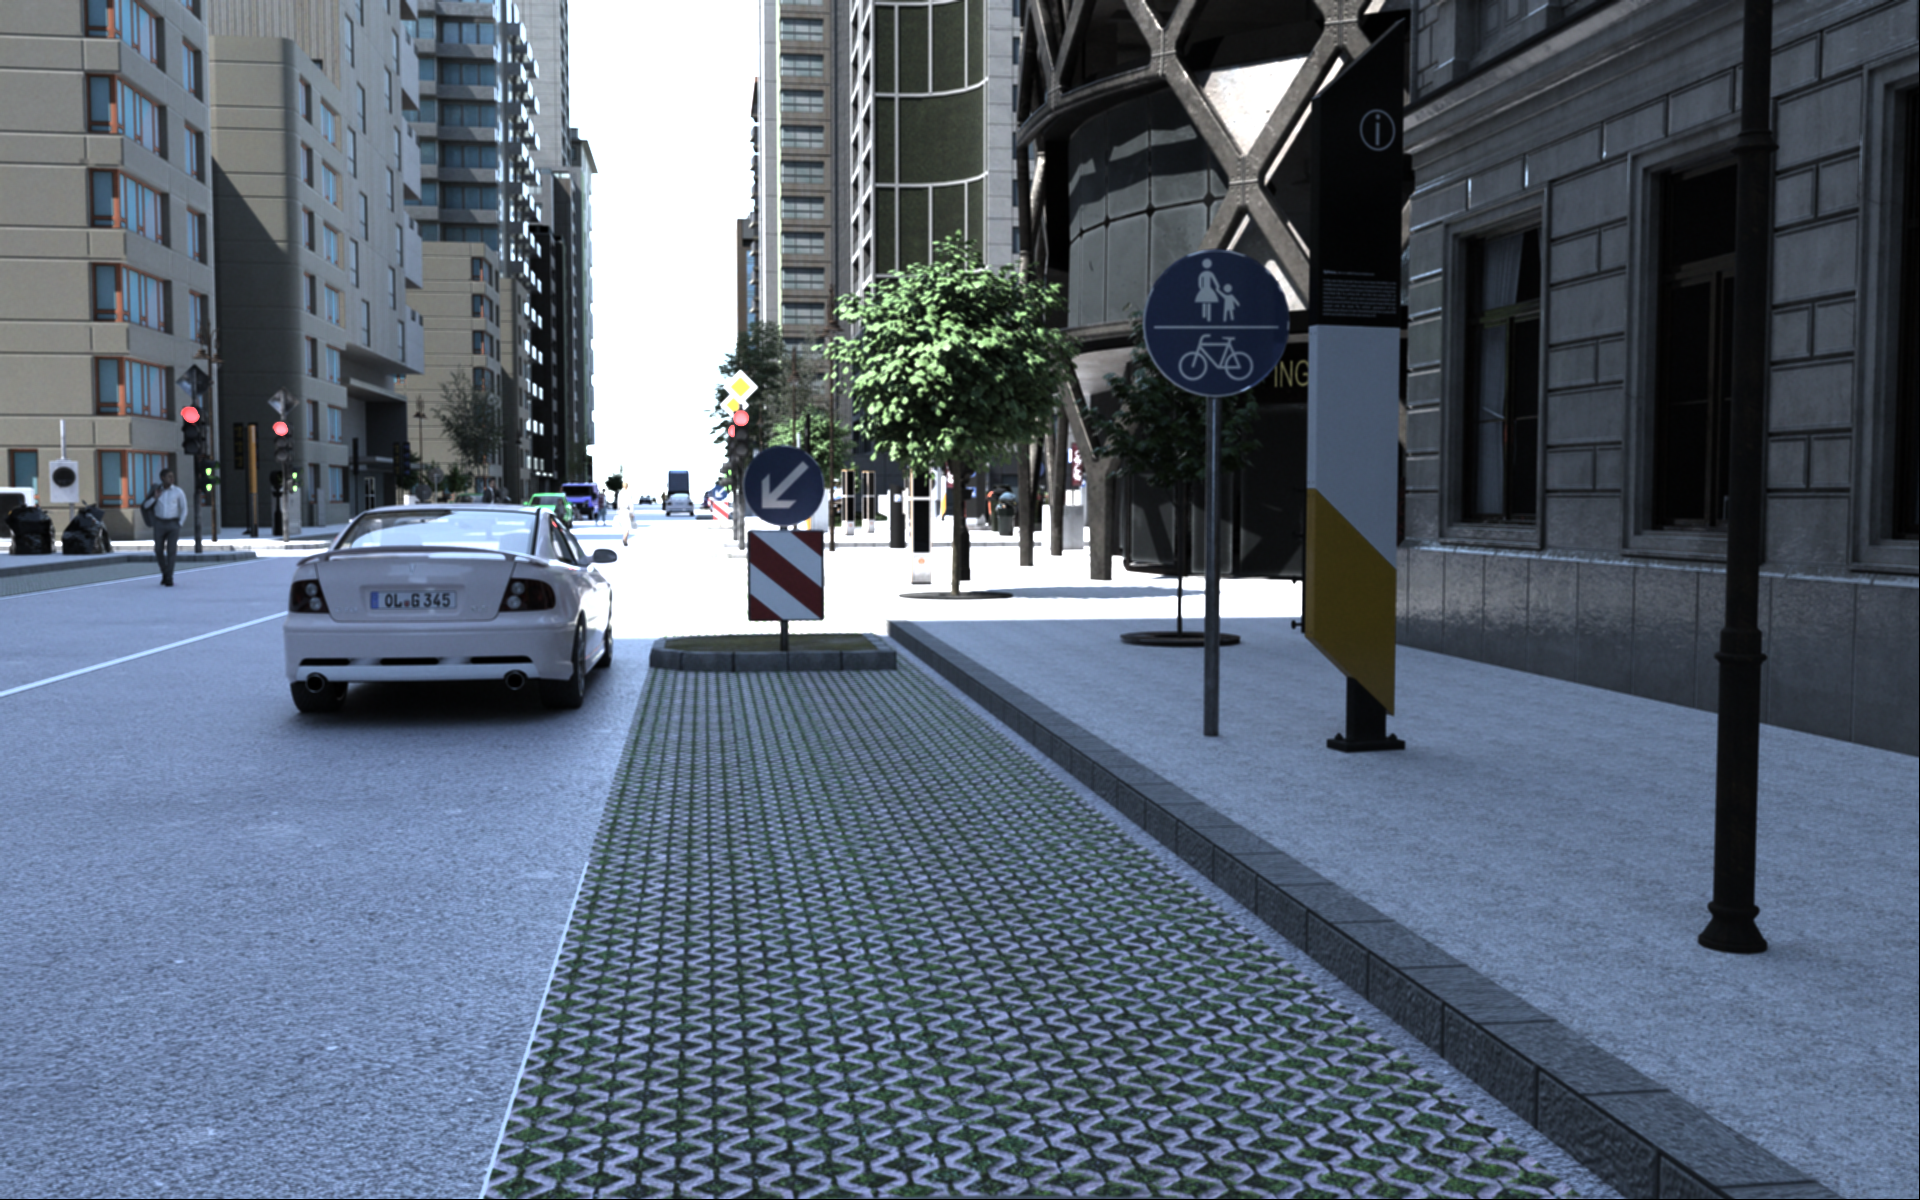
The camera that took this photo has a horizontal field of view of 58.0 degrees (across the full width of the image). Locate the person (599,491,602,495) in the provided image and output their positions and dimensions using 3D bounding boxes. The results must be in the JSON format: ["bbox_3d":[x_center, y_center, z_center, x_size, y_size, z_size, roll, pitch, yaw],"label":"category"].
[{"bbox_3d":[-38.592,-10.853,186.043,1.348,1.812,0.705,0,4,6],"label":"person"}]

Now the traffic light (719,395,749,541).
[{"bbox_3d":[-6.136,-3.557,47.072,0.839,4.253,0.868,-1,4,-8],"label":"traffic light"}]

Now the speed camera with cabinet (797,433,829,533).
[{"bbox_3d":[-5.076,-3.826,56.895,0.660,3.252,2.038,2,4,27],"label":"speed camera with cabinet"}]

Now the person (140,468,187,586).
[{"bbox_3d":[-12.488,-1.136,27.182,0.679,1.850,0.850,-1,4,-17],"label":"person"}]

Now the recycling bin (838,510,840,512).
[{"bbox_3d":[-7.228,-5.164,96.992,0.722,1.027,0.722,-3,4,-39],"label":"recycling bin"}]

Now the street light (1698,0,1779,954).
[{"bbox_3d":[2.194,-1.954,4.740,0.468,5.910,1.993,-1,4,-8],"label":"street light"}]

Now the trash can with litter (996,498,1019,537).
[{"bbox_3d":[1.630,-2.512,52.459,1.055,1.170,0.624,0,4,-4],"label":"trash can with litter"}]

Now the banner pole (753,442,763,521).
[{"bbox_3d":[-9.652,-5.689,83.029,0.401,3.779,0.863,3,4,37],"label":"banner pole"}]

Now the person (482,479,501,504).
[{"bbox_3d":[-14.508,-2.804,53.715,0.474,1.900,0.648,0,4,1],"label":"person"}]

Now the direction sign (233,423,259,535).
[{"bbox_3d":[-22.631,-3.852,54.975,0.876,3.537,0.379,1,4,14],"label":"direction sign"}]

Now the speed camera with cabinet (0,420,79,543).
[{"bbox_3d":[-24.414,-3.143,45.723,2.038,3.252,0.660,-2,4,-25],"label":"speed camera with cabinet"}]

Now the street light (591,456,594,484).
[{"bbox_3d":[-43.160,-14.097,203.280,0.468,5.910,1.993,-1,4,-8],"label":"street light"}]

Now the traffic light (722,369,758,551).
[{"bbox_3d":[-4.968,-3.074,39.173,0.839,4.253,0.868,-1,4,-8],"label":"traffic light"}]

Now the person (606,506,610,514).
[{"bbox_3d":[-24.330,-6.340,117.656,1.012,1.151,0.738,0,4,1],"label":"person"}]

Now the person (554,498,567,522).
[{"bbox_3d":[-14.044,-2.943,60.893,0.640,1.303,0.475,3,5,41],"label":"person"}]

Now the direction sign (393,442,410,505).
[{"bbox_3d":[-24.378,-5.118,75.673,0.876,3.537,0.379,1,4,20],"label":"direction sign"}]

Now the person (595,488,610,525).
[{"bbox_3d":[-16.488,-4.313,79.850,0.643,1.720,0.563,2,4,30],"label":"person"}]

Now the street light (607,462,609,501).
[{"bbox_3d":[-48.056,-16.147,236.791,0.468,5.910,1.993,-1,4,-8],"label":"street light"}]

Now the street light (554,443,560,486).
[{"bbox_3d":[-36.120,-11.178,155.547,0.468,5.910,1.993,-1,4,-8],"label":"street light"}]

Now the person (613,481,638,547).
[{"bbox_3d":[-9.127,-2.341,47.126,0.694,1.780,0.624,2,4,30],"label":"person"}]

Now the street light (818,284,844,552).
[{"bbox_3d":[-2.835,-4.003,38.231,0.468,5.910,1.993,-1,4,-8],"label":"street light"}]

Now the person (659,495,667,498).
[{"bbox_3d":[-41.438,-14.285,242.189,1.348,1.807,0.705,2,4,26],"label":"person"}]

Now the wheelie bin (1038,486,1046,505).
[{"bbox_3d":[2.950,-3.770,69.547,0.980,1.594,0.693,-2,4,-35],"label":"wheelie bin"}]

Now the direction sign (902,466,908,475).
[{"bbox_3d":[-2.684,-5.699,85.183,0.379,3.537,0.876,1,4,21],"label":"direction sign"}]

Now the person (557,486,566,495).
[{"bbox_3d":[-17.981,-4.236,77.856,0.616,1.811,0.778,-2,4,-24],"label":"person"}]

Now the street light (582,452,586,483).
[{"bbox_3d":[-41.023,-13.243,189.308,0.468,5.910,1.993,-1,4,-8],"label":"street light"}]

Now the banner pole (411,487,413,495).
[{"bbox_3d":[-36.394,-7.613,114.493,0.863,3.779,0.401,1,4,23],"label":"banner pole"}]

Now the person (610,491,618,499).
[{"bbox_3d":[-36.928,-10.835,185.784,0.705,1.807,1.348,3,5,42],"label":"person"}]

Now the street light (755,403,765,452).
[{"bbox_3d":[-10.056,-7.013,87.448,0.468,5.910,1.993,-1,4,-8],"label":"street light"}]

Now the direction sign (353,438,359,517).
[{"bbox_3d":[-24.384,-4.768,69.949,0.379,3.537,0.876,-2,4,-31],"label":"direction sign"}]

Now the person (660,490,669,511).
[{"bbox_3d":[-25.295,-8.535,148.135,0.705,1.812,1.348,1,4,23],"label":"person"}]

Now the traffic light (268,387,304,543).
[{"bbox_3d":[-17.670,-3.452,45.357,0.839,4.253,0.868,-1,4,-8],"label":"traffic light"}]

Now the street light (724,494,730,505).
[{"bbox_3d":[-28.374,-14.565,210.930,0.468,5.910,1.993,-1,4,-8],"label":"street light"}]

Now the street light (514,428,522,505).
[{"bbox_3d":[-30.999,-9.111,121.747,0.468,5.910,1.993,-1,4,-8],"label":"street light"}]

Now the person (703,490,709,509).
[{"bbox_3d":[-24.366,-9.683,166.827,0.705,1.822,1.348,3,4,37],"label":"person"}]

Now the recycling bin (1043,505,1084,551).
[{"bbox_3d":[2.366,-1.658,39.655,0.722,1.027,0.722,-2,4,-30],"label":"recycling bin"}]

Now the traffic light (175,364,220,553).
[{"bbox_3d":[-16.501,-2.969,37.457,0.839,4.253,0.868,-1,4,-8],"label":"traffic light"}]

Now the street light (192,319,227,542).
[{"bbox_3d":[-19.806,-4.468,45.837,0.468,5.910,1.993,-1,4,-8],"label":"street light"}]

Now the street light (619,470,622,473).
[{"bbox_3d":[-53.072,-18.205,270.437,0.468,5.910,1.993,-1,4,-8],"label":"street light"}]

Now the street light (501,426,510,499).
[{"bbox_3d":[-29.833,-8.617,113.675,0.468,5.910,1.993,-1,4,-8],"label":"street light"}]

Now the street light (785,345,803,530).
[{"bbox_3d":[-5.159,-4.963,53.938,0.468,5.910,1.993,-1,4,-8],"label":"street light"}]

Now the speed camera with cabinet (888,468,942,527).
[{"bbox_3d":[-1.739,-4.416,66.545,2.038,3.252,0.660,1,4,20],"label":"speed camera with cabinet"}]

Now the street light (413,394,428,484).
[{"bbox_3d":[-24.944,-6.567,80.163,0.468,5.910,1.993,-1,4,-8],"label":"street light"}]

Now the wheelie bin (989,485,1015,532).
[{"bbox_3d":[1.428,-3.079,58.252,0.980,1.594,0.693,2,4,32],"label":"wheelie bin"}]

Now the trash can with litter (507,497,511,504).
[{"bbox_3d":[-31.032,-6.610,119.462,1.055,1.170,0.624,0,4,8],"label":"trash can with litter"}]
